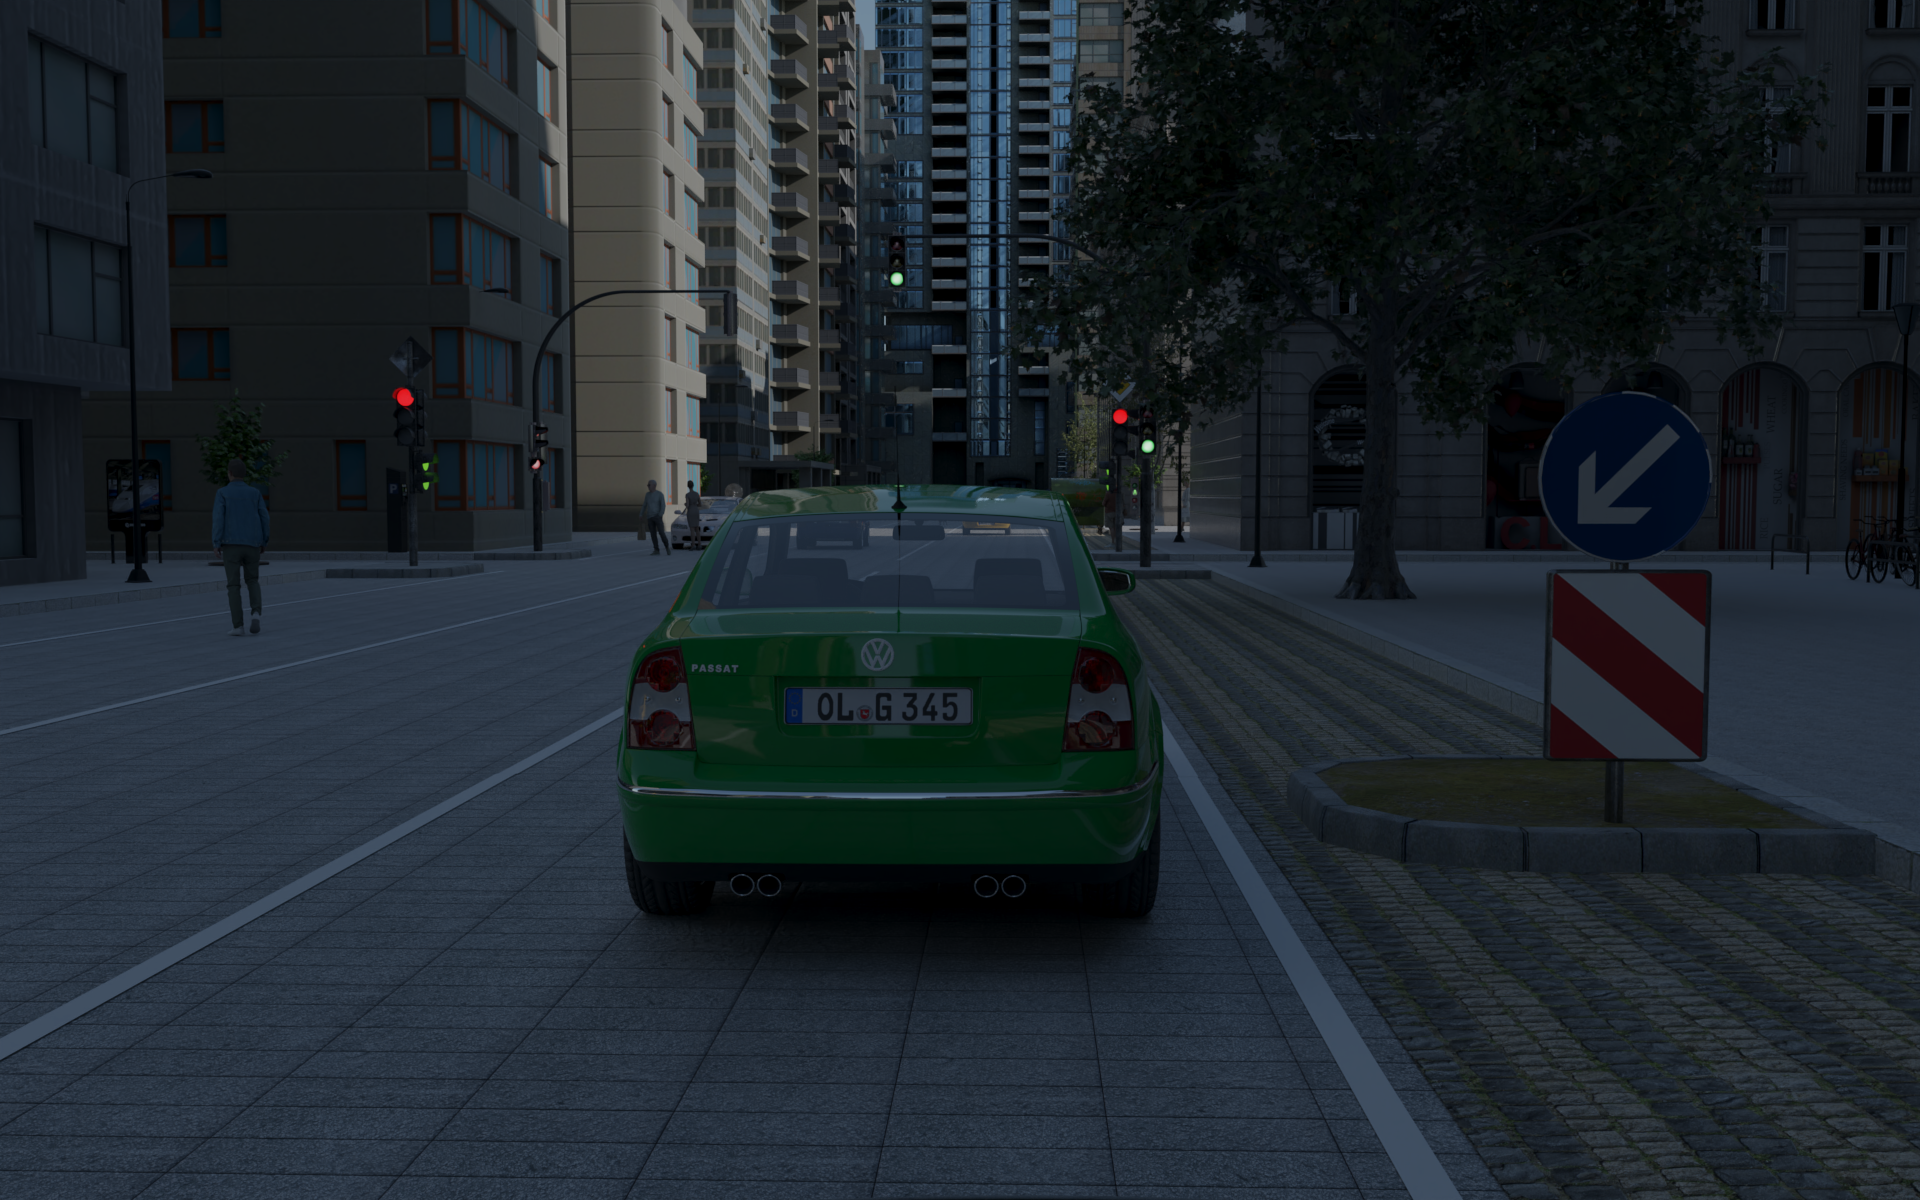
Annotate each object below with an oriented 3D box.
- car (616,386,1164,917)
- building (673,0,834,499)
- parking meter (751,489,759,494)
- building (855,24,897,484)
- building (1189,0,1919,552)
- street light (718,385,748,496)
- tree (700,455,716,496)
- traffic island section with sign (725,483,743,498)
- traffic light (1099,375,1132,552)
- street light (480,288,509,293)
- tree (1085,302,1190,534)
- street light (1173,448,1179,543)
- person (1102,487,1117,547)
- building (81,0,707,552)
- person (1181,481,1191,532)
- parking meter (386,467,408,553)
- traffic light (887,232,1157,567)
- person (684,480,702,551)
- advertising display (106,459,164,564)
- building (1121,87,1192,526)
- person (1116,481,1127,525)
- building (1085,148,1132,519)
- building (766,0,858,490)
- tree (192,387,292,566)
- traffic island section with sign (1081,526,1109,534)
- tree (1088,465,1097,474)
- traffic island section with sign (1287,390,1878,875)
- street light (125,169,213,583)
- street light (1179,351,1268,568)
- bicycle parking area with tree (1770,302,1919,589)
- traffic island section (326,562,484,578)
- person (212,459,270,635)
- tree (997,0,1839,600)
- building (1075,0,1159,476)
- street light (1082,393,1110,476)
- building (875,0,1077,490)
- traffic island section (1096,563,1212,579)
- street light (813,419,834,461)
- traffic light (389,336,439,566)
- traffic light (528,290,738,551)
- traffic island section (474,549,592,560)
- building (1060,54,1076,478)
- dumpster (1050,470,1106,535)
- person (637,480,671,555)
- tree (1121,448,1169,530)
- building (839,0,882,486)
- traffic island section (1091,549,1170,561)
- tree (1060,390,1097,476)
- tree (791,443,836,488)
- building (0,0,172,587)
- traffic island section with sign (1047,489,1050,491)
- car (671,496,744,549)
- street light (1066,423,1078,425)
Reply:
[{"bbox_3d":[-0.193,0.095,7.249,1.959,1.807,4.718,0,4,1],"label":"car"},{"bbox_3d":[-23.595,-24.618,94.378,32.217,40.220,23.993,0,4,2],"label":"building"},{"bbox_3d":[-9.536,-4.406,80.453,0.372,1.533,0.369,0,3,0],"label":"parking meter"},{"bbox_3d":[-22.052,-34.165,178.207,30.456,49.044,23.786,0,4,2],"label":"building"},{"bbox_3d":[18.053,-12.355,43.812,24.055,21.916,13.314,0,4,2],"label":"building"},{"bbox_3d":[-9.712,-6.195,73.822,1.470,5.913,1.316,0,4,2],"label":"street light"},{"bbox_3d":[-11.385,-4.944,75.444,1.663,3.219,1.824,0,3,0],"label":"tree"},{"bbox_3d":[-8.303,-3.353,63.455,1.989,1.847,2.006,0,4,2],"label":"traffic island section with sign"},{"bbox_3d":[3.506,-3.021,38.313,0.839,4.253,0.868,0,4,2],"label":"traffic light"},{"bbox_3d":[-10.837,-4.072,39.123,1.470,5.913,1.316,0,4,2],"label":"street light"},{"bbox_3d":[6.084,-6.390,54.844,4.360,8.622,3.978,0,3,0],"label":"tree"},{"bbox_3d":[5.278,-4.481,45.812,1.470,5.913,1.316,0,4,2],"label":"street light"},{"bbox_3d":[4.066,-2.316,46.334,0.573,1.828,0.580,-1,4,-10],"label":"person"},{"bbox_3d":[-24.162,-12.710,52.850,27.650,21.520,28.899,0,4,2],"label":"building"},{"bbox_3d":[7.526,-3.112,57.269,0.624,1.780,0.694,1,4,21],"label":"person"},{"bbox_3d":[-12.305,-1.968,37.881,0.399,1.863,0.255,1,4,12],"label":"parking meter"},{"bbox_3d":[1.137,-3.400,30.263,4.771,5.953,1.251,0,4,2],"label":"traffic light"},{"bbox_3d":[-6.731,-2.124,43.576,0.374,1.781,0.599,3,5,40],"label":"person"},{"bbox_3d":[-15.217,-1.636,31.966,0.974,1.923,0.123,0,4,-4],"label":"advertising display"},{"bbox_3d":[13.442,-14.799,78.120,11.583,22.565,21.152,0,4,2],"label":"building"},{"bbox_3d":[6.477,-3.970,71.056,0.694,1.812,0.767,-1,4,-19],"label":"person"},{"bbox_3d":[14.391,-15.863,101.168,13.314,21.916,24.055,0,4,2],"label":"building"},{"bbox_3d":[-19.397,-29.003,128.829,22.147,44.769,28.867,0,4,2],"label":"building"},{"bbox_3d":[-12.921,-2.243,31.276,1.663,3.219,1.824,0,3,0],"label":"tree"},{"bbox_3d":[4.405,-3.343,63.288,1.989,1.847,2.006,0,4,2],"label":"traffic island section with sign"},{"bbox_3d":[9.147,-7.410,115.750,1.663,3.219,1.824,0,3,0],"label":"tree"},{"bbox_3d":[2.482,0.072,7.453,1.989,1.847,2.006,0,4,2],"label":"traffic island section with sign"},{"bbox_3d":[-11.386,-3.205,24.945,1.470,5.913,1.316,0,4,2],"label":"street light"},{"bbox_3d":[4.686,-3.531,30.269,1.470,5.913,1.316,0,4,2],"label":"street light"},{"bbox_3d":[16.728,-2.361,25.605,8.231,4.147,9.016,1,4,21],"label":"bicycle parking area with tree"},{"bbox_3d":[-9.763,-0.527,30.897,2.009,0.180,2.903,0,4,2],"label":"traffic island section"},{"bbox_3d":[-7.272,-0.531,17.528,0.601,1.785,0.444,-3,4,-38],"label":"person"},{"bbox_3d":[5.260,-6.363,21.038,9.611,12.733,9.660,0,3,0],"label":"tree"},{"bbox_3d":[15.482,-27.147,127.448,14.154,41.232,14.086,0,4,2],"label":"building"},{"bbox_3d":[6.305,-6.534,79.376,1.470,5.913,1.316,0,4,2],"label":"street light"},{"bbox_3d":[2.027,-54.661,206.384,31.000,86.520,22.319,0,4,2],"label":"building"},{"bbox_3d":[3.270,-0.499,30.445,2.009,0.180,2.903,0,4,2],"label":"traffic island section"},{"bbox_3d":[-8.523,-8.260,107.584,1.470,5.913,1.316,0,4,2],"label":"street light"},{"bbox_3d":[-9.724,-2.559,30.761,0.839,4.253,0.868,0,4,2],"label":"traffic light"},{"bbox_3d":[-7.355,-3.917,38.705,4.771,5.953,1.251,0,4,2],"label":"traffic light"},{"bbox_3d":[-9.488,-1.015,38.878,2.009,0.180,2.903,0,4,2],"label":"traffic island section"},{"bbox_3d":[22.209,-33.858,173.183,23.786,49.044,30.456,0,4,2],"label":"building"},{"bbox_3d":[4.112,-3.402,60.574,1.985,2.255,1.502,0,3,0],"label":"dumpster"},{"bbox_3d":[-7.194,-1.930,40.541,0.782,1.767,0.515,2,4,24],"label":"person"},{"bbox_3d":[6.526,-4.104,61.701,1.663,3.219,1.824,0,3,0],"label":"tree"},{"bbox_3d":[-17.597,-43.695,152.668,20.563,71.187,20.611,0,4,2],"label":"building"},{"bbox_3d":[3.545,-0.987,38.425,2.009,0.180,2.903,0,4,2],"label":"traffic island section"},{"bbox_3d":[8.921,-10.333,119.307,4.737,8.622,4.395,0,3,0],"label":"tree"},{"bbox_3d":[-9.477,-7.860,112.229,4.285,4.588,4.351,0,3,0],"label":"tree"},{"bbox_3d":[-19.257,-20.692,21.913,14.086,41.232,14.154,0,4,2],"label":"building"},{"bbox_3d":[7.982,-9.690,167.059,1.989,1.847,2.006,0,4,2],"label":"traffic island section with sign"},{"bbox_3d":[-6.573,-2.101,46.715,2.083,1.381,4.827,0,4,1],"label":"car"},{"bbox_3d":[7.572,-8.587,112.932,1.470,5.913,1.316,0,4,2],"label":"street light"}]
